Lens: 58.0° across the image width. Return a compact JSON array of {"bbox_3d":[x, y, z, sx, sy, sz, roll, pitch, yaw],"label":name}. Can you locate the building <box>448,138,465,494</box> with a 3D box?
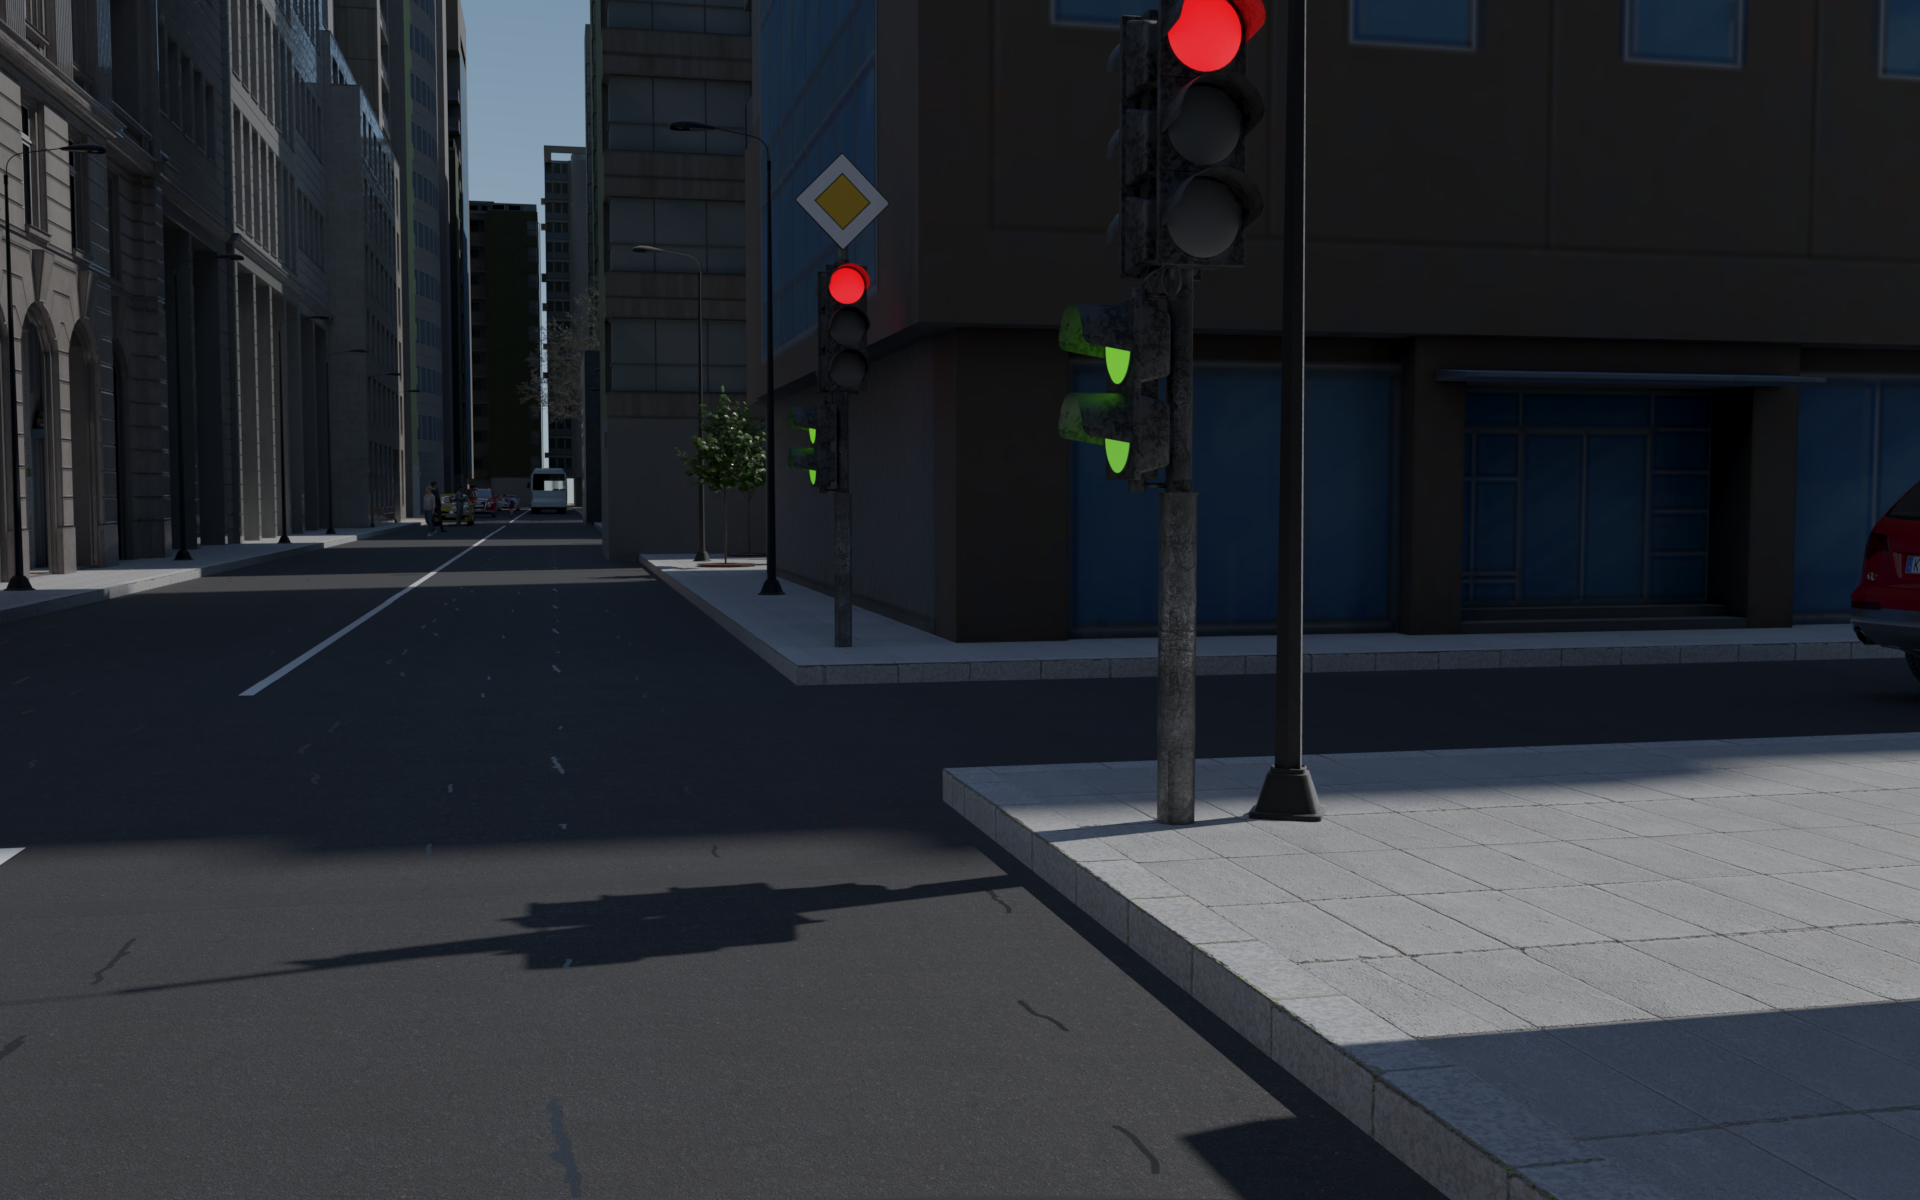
[{"bbox_3d":[-46.000,-22.109,133.183,14.160,30.474,14.107,-1,4,-13],"label":"building"}]

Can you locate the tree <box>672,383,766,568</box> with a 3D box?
[{"bbox_3d":[-4.263,-2.196,30.501,1.663,3.219,1.824,0,3,0],"label":"tree"}]

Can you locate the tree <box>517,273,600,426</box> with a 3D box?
[{"bbox_3d":[-18.740,-11.210,93.652,12.009,13.543,11.850,0,3,0],"label":"tree"}]

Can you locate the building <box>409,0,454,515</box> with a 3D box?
[{"bbox_3d":[-44.444,-34.768,110.449,21.231,58.520,28.212,-1,4,-13],"label":"building"}]

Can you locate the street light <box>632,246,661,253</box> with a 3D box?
[{"bbox_3d":[-5.446,-3.680,32.712,1.470,5.913,1.316,-1,4,-13],"label":"street light"}]

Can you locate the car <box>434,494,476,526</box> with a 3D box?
[{"bbox_3d":[-23.057,-4.199,78.870,2.015,1.641,3.980,-1,4,-13],"label":"car"}]

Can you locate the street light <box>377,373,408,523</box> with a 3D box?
[{"bbox_3d":[-22.033,-5.727,66.185,1.470,5.913,1.316,-1,4,-13],"label":"street light"}]

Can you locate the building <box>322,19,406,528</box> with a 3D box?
[{"bbox_3d":[-29.259,-13.269,71.693,10.420,20.320,16.860,-1,4,-13],"label":"building"}]

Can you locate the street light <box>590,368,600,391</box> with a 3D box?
[{"bbox_3d":[-12.820,-5.610,64.269,1.470,5.913,1.316,-1,4,-13],"label":"street light"}]

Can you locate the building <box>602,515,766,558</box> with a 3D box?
[{"bbox_3d":[-2.176,-22.026,43.724,14.154,41.232,14.086,-1,4,-13],"label":"building"}]

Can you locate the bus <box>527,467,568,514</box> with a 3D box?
[{"bbox_3d":[-31.086,-8.299,130.545,2.948,3.499,13.247,-1,4,-14],"label":"bus"}]

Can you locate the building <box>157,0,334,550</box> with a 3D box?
[{"bbox_3d":[-25.346,-16.569,48.401,11.434,29.767,29.804,-1,4,-13],"label":"building"}]

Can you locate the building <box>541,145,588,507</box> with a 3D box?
[{"bbox_3d":[-32.600,-30.237,186.249,23.993,40.220,32.217,-1,4,-13],"label":"building"}]

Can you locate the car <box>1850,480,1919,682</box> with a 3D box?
[{"bbox_3d":[8.817,-0.196,11.871,5.304,1.827,2.281,-1,4,-14],"label":"car"}]

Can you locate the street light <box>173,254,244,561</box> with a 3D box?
[{"bbox_3d":[-14.531,-3.729,33.518,1.470,5.913,1.316,-1,4,-13],"label":"street light"}]

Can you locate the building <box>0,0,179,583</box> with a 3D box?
[{"bbox_3d":[-19.192,-11.034,22.202,13.314,21.916,24.055,-1,4,-13],"label":"building"}]

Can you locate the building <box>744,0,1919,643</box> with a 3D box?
[{"bbox_3d":[4.998,-22.709,21.405,14.200,45.320,14.600,-1,4,-13],"label":"building"}]

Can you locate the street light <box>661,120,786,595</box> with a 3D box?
[{"bbox_3d":[-2.931,-3.013,21.808,1.470,5.913,1.316,-1,4,-13],"label":"street light"}]

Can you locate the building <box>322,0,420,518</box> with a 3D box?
[{"bbox_3d":[-36.333,-24.866,90.160,14.154,41.232,14.086,-1,4,-13],"label":"building"}]

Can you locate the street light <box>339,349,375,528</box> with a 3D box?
[{"bbox_3d":[-19.633,-5.071,55.446,1.470,5.913,1.316,-1,4,-13],"label":"street light"}]

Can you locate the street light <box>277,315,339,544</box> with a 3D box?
[{"bbox_3d":[-17.033,-4.429,44.961,1.470,5.913,1.316,-1,4,-13],"label":"street light"}]

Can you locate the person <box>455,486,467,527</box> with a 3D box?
[{"bbox_3d":[-22.066,-4.155,76.621,0.466,1.800,0.511,0,4,-1],"label":"person"}]

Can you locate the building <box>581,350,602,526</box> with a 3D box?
[{"bbox_3d":[-4.809,-46.506,73.037,22.319,86.520,31.000,-1,4,-13],"label":"building"}]

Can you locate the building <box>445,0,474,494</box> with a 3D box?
[{"bbox_3d":[-50.091,-30.563,149.819,14.200,45.320,14.600,-1,4,-13],"label":"building"}]

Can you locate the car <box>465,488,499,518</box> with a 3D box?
[{"bbox_3d":[-29.388,-5.948,105.929,2.281,1.827,5.304,-1,4,-14],"label":"car"}]

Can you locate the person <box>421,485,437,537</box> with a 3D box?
[{"bbox_3d":[-17.892,-3.014,58.452,0.731,1.740,0.598,2,4,24],"label":"person"}]

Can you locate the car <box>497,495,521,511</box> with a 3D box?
[{"bbox_3d":[-38.715,-8.326,148.486,2.083,1.381,4.827,-1,4,-13],"label":"car"}]

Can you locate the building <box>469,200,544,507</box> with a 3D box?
[{"bbox_3d":[-49.002,-24.548,173.064,14.107,30.474,14.160,-1,4,-13],"label":"building"}]

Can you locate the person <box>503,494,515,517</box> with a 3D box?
[{"bbox_3d":[-27.696,-5.788,106.371,0.697,1.427,0.421,-1,4,-12],"label":"person"}]

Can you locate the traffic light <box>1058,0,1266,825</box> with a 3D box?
[{"bbox_3d":[0.825,-1.085,6.660,0.839,4.253,0.868,-1,4,-13],"label":"traffic light"}]

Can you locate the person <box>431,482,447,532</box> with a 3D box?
[{"bbox_3d":[-19.655,-3.498,65.058,0.648,1.900,0.474,2,4,25],"label":"person"}]

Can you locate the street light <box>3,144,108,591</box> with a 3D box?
[{"bbox_3d":[-12.004,-3.087,23.015,1.470,5.913,1.316,-1,4,-13],"label":"street light"}]

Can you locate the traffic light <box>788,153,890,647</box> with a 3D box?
[{"bbox_3d":[-0.999,-1.560,14.435,0.839,4.253,0.868,-1,4,-13],"label":"traffic light"}]

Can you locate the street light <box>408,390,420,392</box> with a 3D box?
[{"bbox_3d":[-24.669,-6.389,76.996,1.470,5.913,1.316,-1,4,-13],"label":"street light"}]

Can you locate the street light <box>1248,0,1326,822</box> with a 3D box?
[{"bbox_3d":[0.783,-2.085,6.639,1.470,5.913,1.316,-1,4,-13],"label":"street light"}]
